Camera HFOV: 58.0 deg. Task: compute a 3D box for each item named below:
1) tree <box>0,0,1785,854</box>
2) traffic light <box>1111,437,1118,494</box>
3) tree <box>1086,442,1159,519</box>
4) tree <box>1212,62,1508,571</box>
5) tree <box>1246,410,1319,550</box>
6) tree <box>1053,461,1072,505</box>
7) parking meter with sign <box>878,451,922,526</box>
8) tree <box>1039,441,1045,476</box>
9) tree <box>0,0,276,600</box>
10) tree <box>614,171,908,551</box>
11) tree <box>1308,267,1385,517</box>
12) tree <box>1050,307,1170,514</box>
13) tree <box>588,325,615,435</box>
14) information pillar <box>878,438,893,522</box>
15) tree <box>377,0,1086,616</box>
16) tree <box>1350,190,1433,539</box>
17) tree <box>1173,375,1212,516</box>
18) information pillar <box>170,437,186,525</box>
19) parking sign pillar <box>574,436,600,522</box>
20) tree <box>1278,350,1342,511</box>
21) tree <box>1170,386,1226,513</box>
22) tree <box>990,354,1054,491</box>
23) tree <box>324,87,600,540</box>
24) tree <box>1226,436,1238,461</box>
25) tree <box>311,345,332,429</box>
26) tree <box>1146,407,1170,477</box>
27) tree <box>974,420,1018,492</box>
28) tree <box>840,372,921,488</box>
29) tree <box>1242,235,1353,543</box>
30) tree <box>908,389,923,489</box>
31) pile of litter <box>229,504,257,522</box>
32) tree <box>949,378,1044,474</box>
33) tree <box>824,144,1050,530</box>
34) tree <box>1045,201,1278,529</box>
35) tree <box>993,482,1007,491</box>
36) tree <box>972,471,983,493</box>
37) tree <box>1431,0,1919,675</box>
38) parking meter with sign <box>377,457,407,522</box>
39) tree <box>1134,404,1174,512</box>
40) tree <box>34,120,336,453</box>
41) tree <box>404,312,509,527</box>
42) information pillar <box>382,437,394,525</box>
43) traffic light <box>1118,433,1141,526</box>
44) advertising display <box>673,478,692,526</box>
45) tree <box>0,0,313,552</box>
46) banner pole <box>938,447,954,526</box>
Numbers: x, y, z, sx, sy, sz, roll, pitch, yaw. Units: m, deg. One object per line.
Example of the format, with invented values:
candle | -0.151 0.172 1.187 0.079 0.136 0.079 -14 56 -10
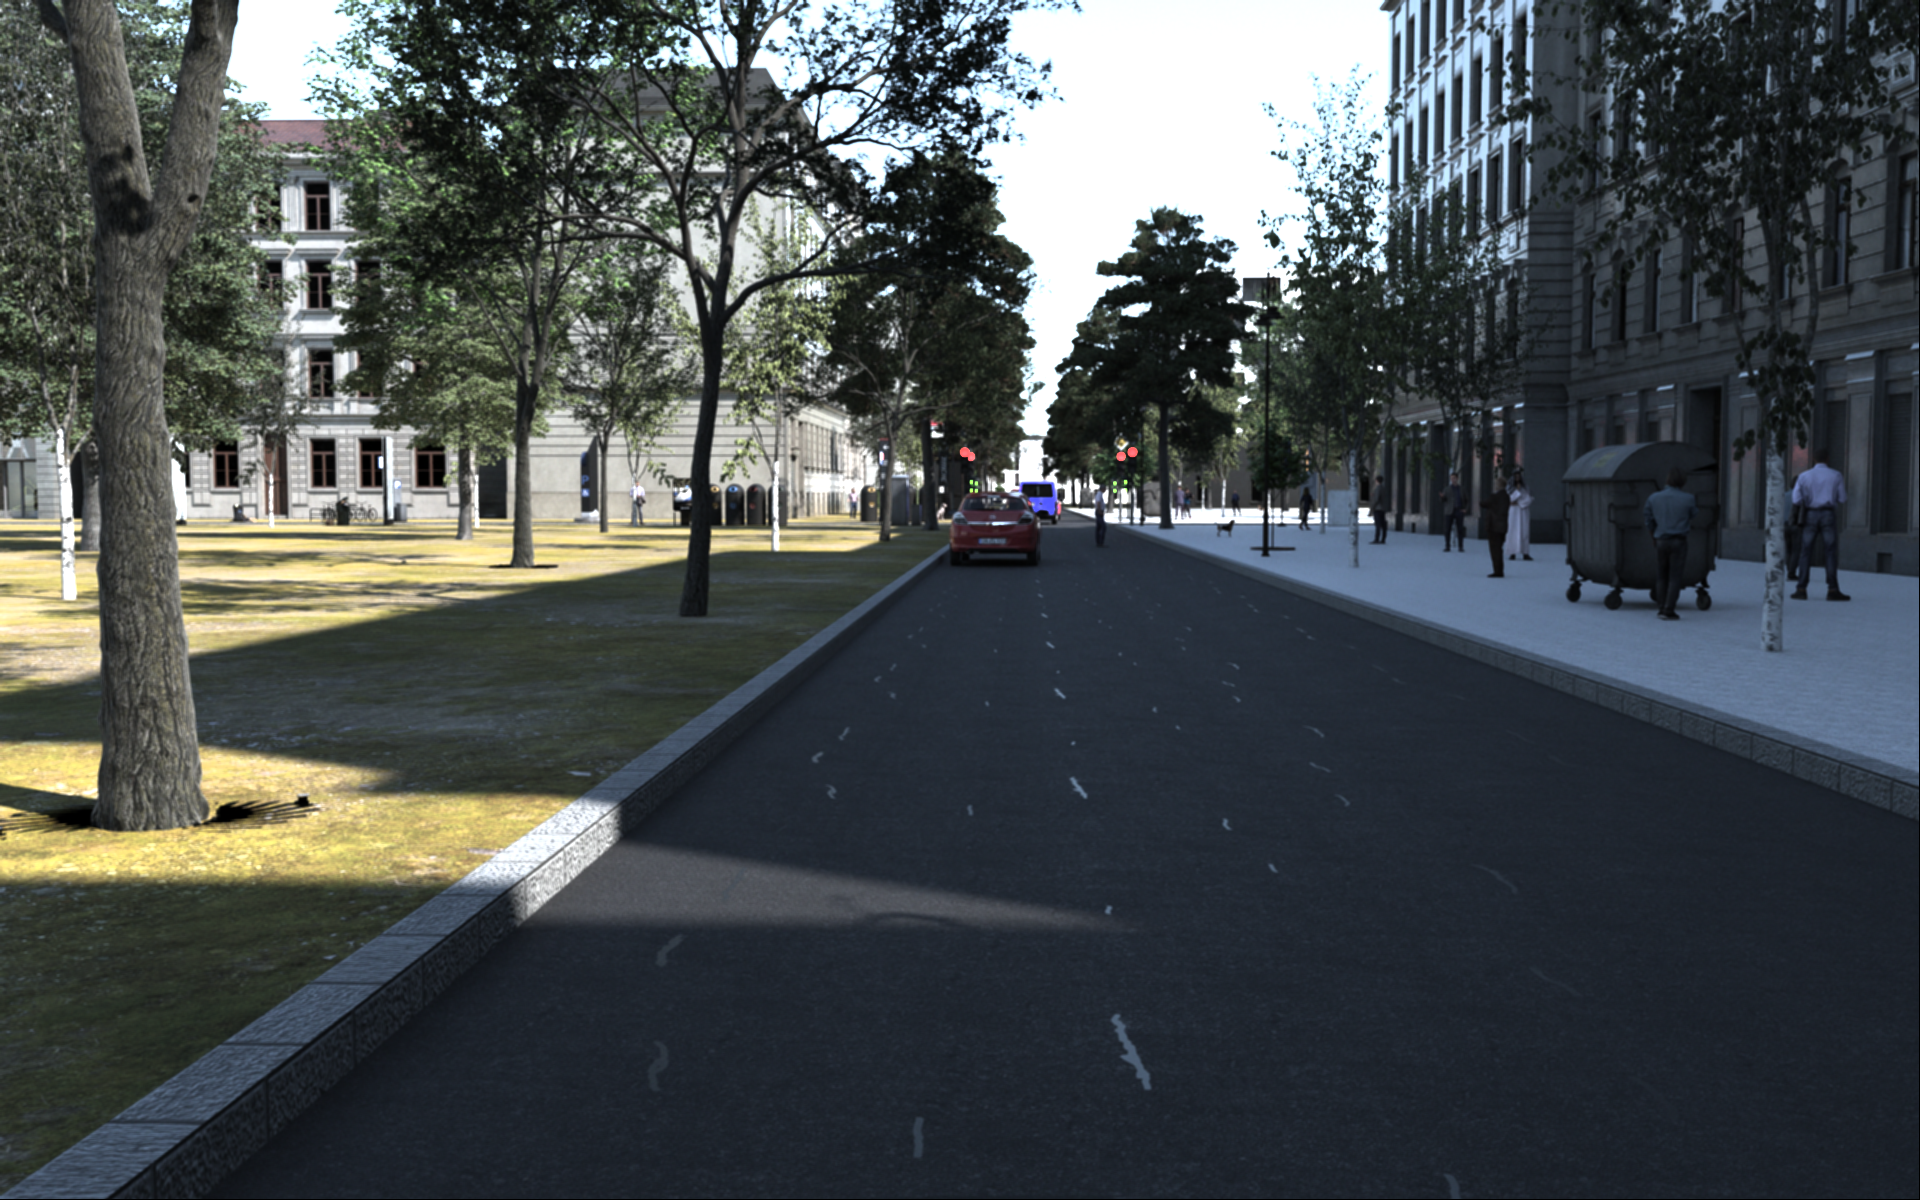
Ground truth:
tree | -3.125 -4.944 6.591 9.928 11.665 9.643 0 3 0
traffic light | 7.264 -5.460 78.523 0.839 4.213 0.868 0 4 2
tree | 8.750 -6.456 89.273 4.285 4.588 4.351 0 3 0
tree | 6.952 -4.865 29.912 4.737 8.622 4.395 0 3 0
tree | 7.115 -2.760 39.734 1.663 3.219 1.824 0 3 0
tree | 12.948 -15.459 203.123 4.360 8.622 3.978 0 3 0
parking meter with sign | -2.442 -4.550 70.646 1.738 3.016 0.543 1 4 12
tree | 11.380 -14.168 153.699 6.751 12.117 7.091 0 3 0
tree | -10.662 -4.299 20.644 4.360 8.622 3.978 0 3 0
tree | -4.388 -5.411 38.830 4.737 8.622 4.395 0 3 0
tree | 23.323 -11.600 97.078 7.806 13.903 7.818 0 3 0
tree | 9.938 -12.480 111.475 7.806 13.903 7.818 0 3 0
tree | -12.470 -7.115 66.697 4.737 8.622 4.395 0 3 0
information pillar | -3.444 -5.588 80.740 0.750 3.857 0.750 0 4 -5
tree | -2.497 -5.099 17.789 7.601 10.594 8.767 1 4 22
tree | 11.969 -5.577 41.546 4.360 8.622 3.978 0 3 0
tree | 14.327 -8.792 94.111 4.737 8.622 4.395 0 3 0
information pillar | -32.462 -4.856 70.706 0.184 3.620 1.656 3 4 37
parking sign pillar | -16.937 -5.547 79.168 1.447 3.967 1.447 0 4 5
tree | 24.111 -12.571 127.595 6.751 12.117 7.091 0 3 0
tree | 16.957 -10.313 118.976 4.360 8.622 3.978 0 3 0
tree | 4.260 -20.603 192.747 12.611 20.169 13.585 0 3 0
tree | -14.007 -7.992 48.791 7.486 12.596 7.792 0 3 0
tree | 11.628 -6.486 56.411 4.360 8.622 3.978 0 3 0
tree | -26.166 -7.060 65.791 4.360 8.622 3.978 0 3 0
tree | 16.975 -11.585 139.778 4.360 8.622 3.978 0 3 0
tree | 2.255 -14.138 153.215 6.751 12.117 7.091 0 3 0
tree | -3.901 -8.334 86.628 4.360 8.622 3.978 0 3 0
tree | 10.714 -5.978 48.109 4.360 8.622 3.978 0 3 0
tree | -3.855 -10.773 126.505 4.737 8.622 4.395 0 3 0
pile of litter | -33.201 -4.053 80.232 1.176 0.858 1.719 -2 4 -27
tree | 1.061 -13.833 136.544 12.009 13.543 11.850 0 3 0
tree | -1.237 -9.410 61.281 7.806 13.903 7.818 0 3 0
tree | 7.534 -8.665 63.735 6.751 12.117 7.091 0 3 0
tree | 5.121 -14.339 229.036 1.663 3.219 1.824 0 3 0
tree | 0.618 -7.999 125.380 1.663 3.219 1.824 0 3 0
tree | 6.394 -3.886 13.900 4.360 8.622 3.978 0 3 0
parking meter with sign | -26.219 -5.130 80.134 1.738 3.016 0.543 3 5 40
tree | 12.526 -9.186 100.546 4.737 8.622 4.395 0 3 0
tree | -24.624 -8.185 51.951 7.486 12.596 7.792 0 3 0
tree | -18.809 -7.094 66.352 4.737 8.622 4.395 0 3 0
information pillar | -23.719 -4.923 71.811 0.184 3.620 1.656 -1 4 -10
traffic light | 6.986 -4.972 70.543 0.839 4.213 0.868 0 4 2
advertising display | -11.218 -4.003 70.661 0.974 1.923 0.123 -1 4 -9
tree | -19.474 -8.059 38.414 9.857 13.997 8.962 0 3 0
banner pole | -0.500 -4.868 69.603 0.863 3.779 0.401 1 4 19
